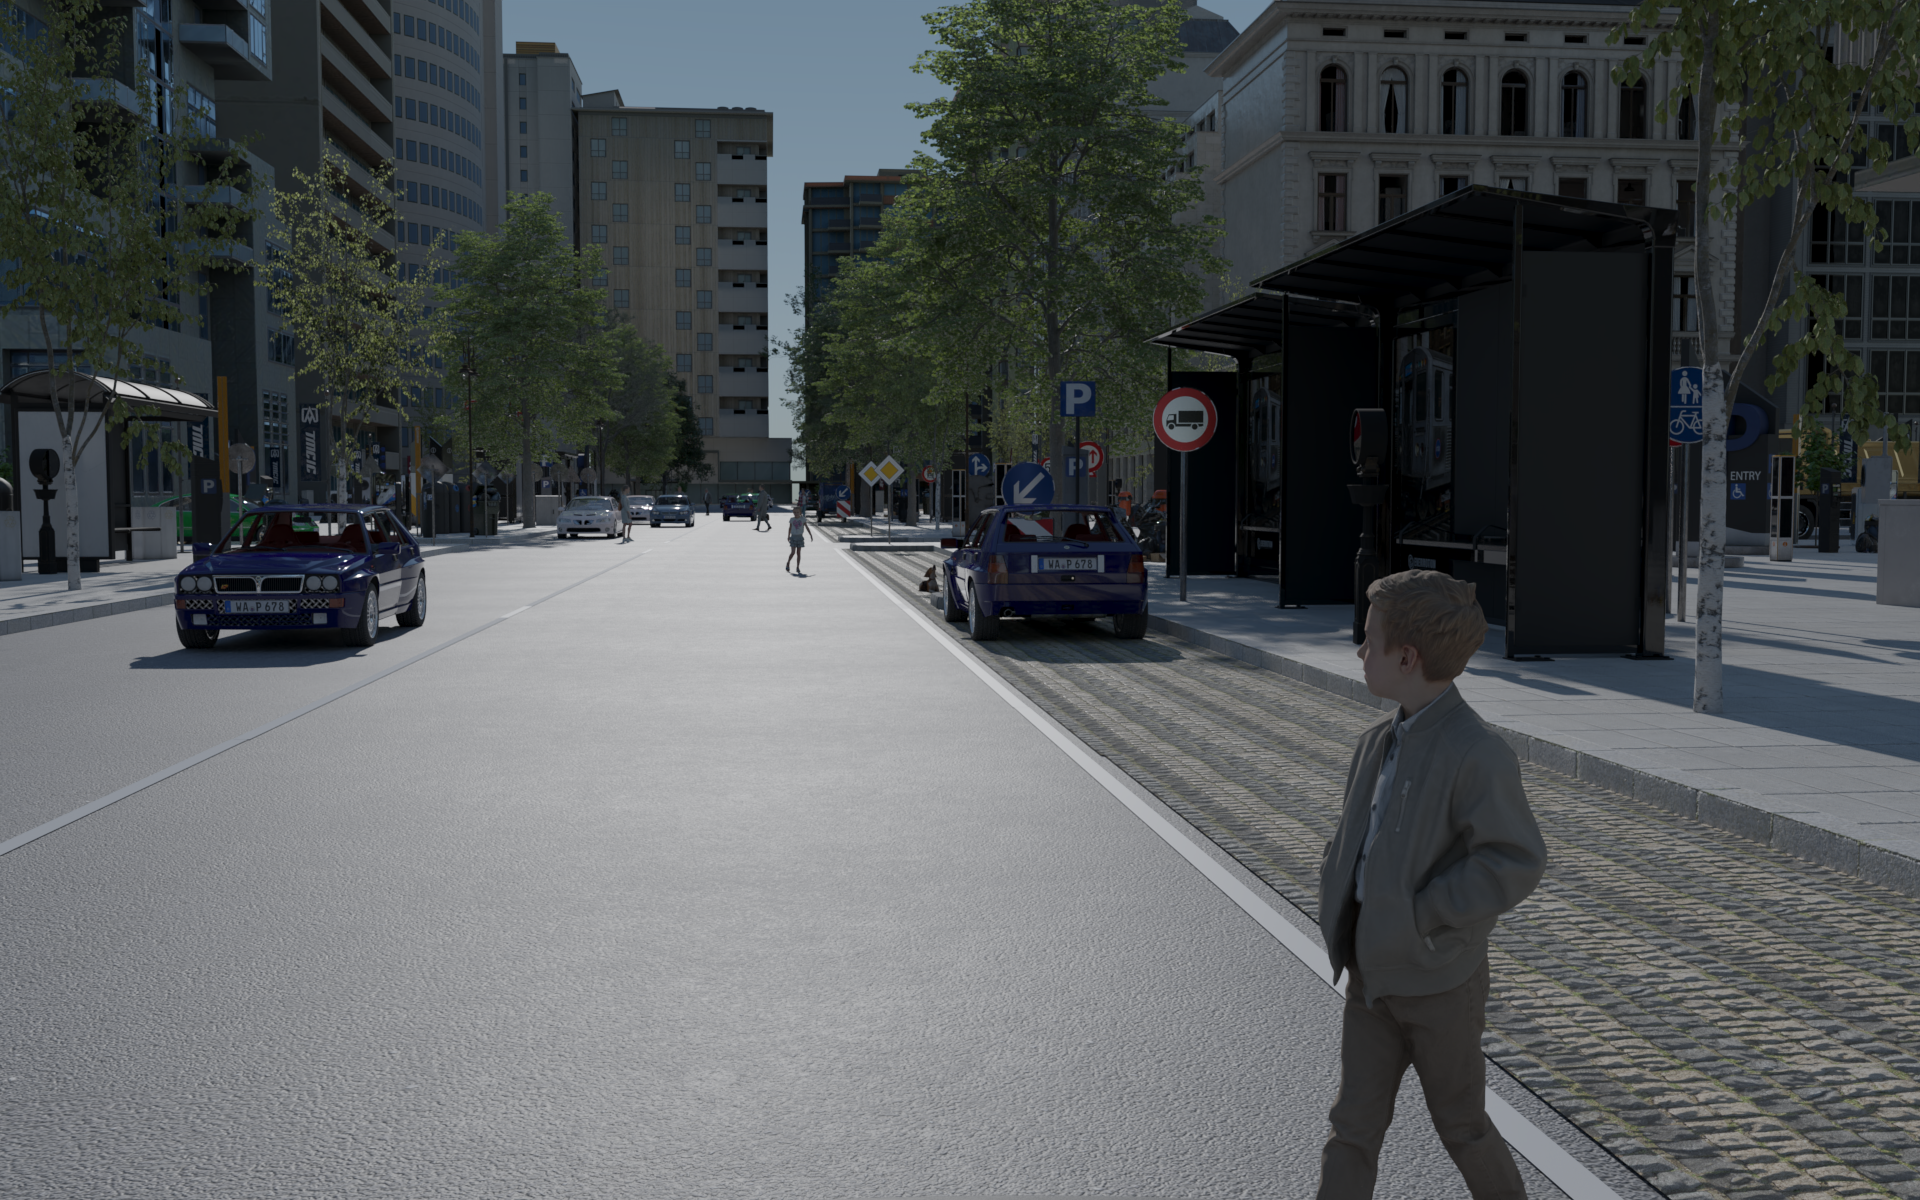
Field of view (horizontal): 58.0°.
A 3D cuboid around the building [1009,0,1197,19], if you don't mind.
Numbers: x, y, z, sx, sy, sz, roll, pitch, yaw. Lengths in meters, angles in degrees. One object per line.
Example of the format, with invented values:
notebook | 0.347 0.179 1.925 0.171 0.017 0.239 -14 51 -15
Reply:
building | 10.670 -27.912 139.954 14.154 41.232 14.086 0 4 -6

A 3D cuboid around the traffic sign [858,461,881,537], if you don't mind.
traffic sign | -2.672 -2.969 52.185 0.795 2.450 0.064 0 4 -6

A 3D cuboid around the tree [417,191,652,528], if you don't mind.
tree | -16.246 -8.972 64.821 7.486 12.596 7.792 0 3 0

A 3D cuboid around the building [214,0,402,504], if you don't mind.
building | -48.857 -29.714 109.525 21.300 48.544 21.600 0 4 -6

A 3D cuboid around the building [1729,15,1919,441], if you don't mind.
building | 46.221 -15.819 77.706 30.058 24.678 14.314 0 4 -6

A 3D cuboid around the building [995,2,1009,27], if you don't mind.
building | 16.135 -48.843 236.829 20.611 71.187 20.563 0 4 -6

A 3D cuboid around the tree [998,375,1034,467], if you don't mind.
tree | 4.693 -9.350 103.233 4.360 8.622 3.978 0 3 0

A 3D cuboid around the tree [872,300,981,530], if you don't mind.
tree | -0.901 -6.842 62.221 4.737 8.622 4.395 0 3 0

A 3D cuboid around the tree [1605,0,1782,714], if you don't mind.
tree | 4.581 -3.634 9.773 4.737 8.622 4.395 0 3 0

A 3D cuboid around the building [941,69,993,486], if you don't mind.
building | 10.804 -31.884 175.927 22.147 44.769 28.867 0 4 -6

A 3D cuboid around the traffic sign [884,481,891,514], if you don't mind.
traffic sign | -4.342 -6.576 107.628 0.768 2.556 0.104 0 4 3

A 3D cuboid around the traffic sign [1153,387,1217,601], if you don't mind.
traffic sign | 2.678 -1.260 20.699 0.768 2.556 0.104 0 4 2

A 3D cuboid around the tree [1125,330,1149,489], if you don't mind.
tree | 8.633 -7.536 73.568 4.360 8.622 3.978 0 3 0

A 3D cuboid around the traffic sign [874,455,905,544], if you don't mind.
traffic sign | -1.808 -2.483 44.246 0.795 2.450 0.064 0 4 -6

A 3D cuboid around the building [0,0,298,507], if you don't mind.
building | -43.178 -46.598 74.544 22.319 86.520 31.000 0 4 -6

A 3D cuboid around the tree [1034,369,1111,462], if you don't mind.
tree | 6.600 -8.875 95.461 4.360 8.622 3.978 0 3 0

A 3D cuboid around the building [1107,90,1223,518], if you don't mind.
building | 14.441 -14.450 91.003 10.420 20.320 16.860 0 4 -6

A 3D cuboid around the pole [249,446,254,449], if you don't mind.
pole | -30.300 -4.912 74.152 0.158 3.312 0.155 0 3 0

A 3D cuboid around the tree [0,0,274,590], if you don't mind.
tree | -11.628 -4.431 22.816 4.737 8.622 4.395 0 3 0

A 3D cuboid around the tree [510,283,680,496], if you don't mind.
tree | -21.094 -11.696 101.598 12.009 13.543 11.850 0 3 0

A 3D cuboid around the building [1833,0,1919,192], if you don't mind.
building | 30.399 -26.263 18.647 28.713 52.752 27.495 0 4 -6

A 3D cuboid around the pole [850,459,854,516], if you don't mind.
pole | -6.345 -6.615 101.994 0.158 3.312 0.155 0 3 0

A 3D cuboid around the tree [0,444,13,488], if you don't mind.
tree | -31.683 -3.808 56.856 1.663 3.219 1.824 0 3 0

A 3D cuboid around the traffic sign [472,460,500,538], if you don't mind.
traffic sign | -13.952 -2.895 50.982 0.795 2.450 0.064 0 4 -6

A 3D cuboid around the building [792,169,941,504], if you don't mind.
building | -8.573 -35.559 236.009 28.867 44.769 22.147 0 4 -6

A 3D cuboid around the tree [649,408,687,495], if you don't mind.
tree | -25.127 -12.014 146.791 4.737 8.622 4.395 0 3 0

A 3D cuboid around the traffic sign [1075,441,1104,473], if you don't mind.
traffic sign | 3.063 -2.534 41.538 0.768 2.556 0.104 0 4 -3

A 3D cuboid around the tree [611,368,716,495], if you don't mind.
tree | -26.715 -14.612 155.921 9.611 12.733 9.660 0 3 0

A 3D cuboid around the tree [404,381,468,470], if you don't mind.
tree | -34.365 -10.016 114.120 4.737 8.622 4.395 0 3 0

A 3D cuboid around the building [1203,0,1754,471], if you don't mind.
building | 21.314 -14.940 73.143 19.941 23.489 11.050 0 4 -6

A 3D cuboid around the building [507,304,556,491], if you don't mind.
building | -56.308 -19.928 170.869 28.899 21.520 27.650 0 4 -6

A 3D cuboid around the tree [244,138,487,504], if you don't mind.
tree | -13.032 -5.302 37.057 4.360 8.622 3.978 0 3 0

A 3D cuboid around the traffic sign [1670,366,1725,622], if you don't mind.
traffic sign | 7.252 -1.054 17.334 0.768 2.556 0.104 0 4 -1

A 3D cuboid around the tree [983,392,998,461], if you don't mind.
tree | 3.366 -10.306 118.862 4.360 8.622 3.978 0 3 0

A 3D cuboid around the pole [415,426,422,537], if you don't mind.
pole | -16.236 -3.552 51.919 0.158 3.312 0.155 0 3 0

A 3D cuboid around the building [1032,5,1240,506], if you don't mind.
building | 12.455 -20.602 114.335 11.434 29.767 29.804 0 4 -6

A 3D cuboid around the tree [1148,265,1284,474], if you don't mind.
tree | 8.927 -6.473 56.204 4.360 8.622 3.978 0 3 0

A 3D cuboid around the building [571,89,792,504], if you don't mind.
building | -36.843 -39.500 235.065 27.495 52.752 28.713 0 4 -6

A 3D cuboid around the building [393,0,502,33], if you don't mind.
building | -48.681 -36.345 136.237 21.231 58.520 28.212 0 4 -6

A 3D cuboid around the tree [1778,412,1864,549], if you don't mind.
tree | 20.282 -2.852 41.230 1.663 3.219 1.824 0 3 0

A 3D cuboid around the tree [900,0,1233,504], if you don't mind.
tree | 1.731 -7.168 35.329 7.486 12.596 7.792 0 3 0

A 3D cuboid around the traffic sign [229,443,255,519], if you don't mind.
traffic sign | -18.052 -2.650 43.436 0.768 2.556 0.104 0 4 -1

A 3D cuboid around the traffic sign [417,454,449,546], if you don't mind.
traffic sign | -13.088 -2.410 43.043 0.795 2.450 0.064 0 4 -6

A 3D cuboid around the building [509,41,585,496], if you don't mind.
building | -64.160 -41.985 228.458 28.212 58.520 21.231 0 4 -6

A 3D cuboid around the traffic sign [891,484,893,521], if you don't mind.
traffic sign | -3.198 -4.996 81.783 0.768 2.556 0.104 0 4 1

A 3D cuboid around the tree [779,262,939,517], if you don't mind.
tree | -5.143 -11.547 95.445 9.857 13.997 8.962 0 3 0

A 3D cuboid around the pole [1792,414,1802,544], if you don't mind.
pole | 21.365 -3.085 44.278 0.158 3.312 0.155 0 3 0

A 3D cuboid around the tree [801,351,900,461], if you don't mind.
tree | -6.572 -11.594 115.311 9.928 11.665 9.643 0 3 0

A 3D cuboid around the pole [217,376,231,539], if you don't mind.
pole | -12.793 -2.219 30.117 0.158 3.312 0.155 0 3 0

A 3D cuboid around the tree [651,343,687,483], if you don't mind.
tree | -22.424 -12.053 115.198 7.486 12.596 7.792 0 3 0

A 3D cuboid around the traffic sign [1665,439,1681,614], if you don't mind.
traffic sign | 7.605 -1.128 18.548 0.768 2.556 0.104 0 4 -5
